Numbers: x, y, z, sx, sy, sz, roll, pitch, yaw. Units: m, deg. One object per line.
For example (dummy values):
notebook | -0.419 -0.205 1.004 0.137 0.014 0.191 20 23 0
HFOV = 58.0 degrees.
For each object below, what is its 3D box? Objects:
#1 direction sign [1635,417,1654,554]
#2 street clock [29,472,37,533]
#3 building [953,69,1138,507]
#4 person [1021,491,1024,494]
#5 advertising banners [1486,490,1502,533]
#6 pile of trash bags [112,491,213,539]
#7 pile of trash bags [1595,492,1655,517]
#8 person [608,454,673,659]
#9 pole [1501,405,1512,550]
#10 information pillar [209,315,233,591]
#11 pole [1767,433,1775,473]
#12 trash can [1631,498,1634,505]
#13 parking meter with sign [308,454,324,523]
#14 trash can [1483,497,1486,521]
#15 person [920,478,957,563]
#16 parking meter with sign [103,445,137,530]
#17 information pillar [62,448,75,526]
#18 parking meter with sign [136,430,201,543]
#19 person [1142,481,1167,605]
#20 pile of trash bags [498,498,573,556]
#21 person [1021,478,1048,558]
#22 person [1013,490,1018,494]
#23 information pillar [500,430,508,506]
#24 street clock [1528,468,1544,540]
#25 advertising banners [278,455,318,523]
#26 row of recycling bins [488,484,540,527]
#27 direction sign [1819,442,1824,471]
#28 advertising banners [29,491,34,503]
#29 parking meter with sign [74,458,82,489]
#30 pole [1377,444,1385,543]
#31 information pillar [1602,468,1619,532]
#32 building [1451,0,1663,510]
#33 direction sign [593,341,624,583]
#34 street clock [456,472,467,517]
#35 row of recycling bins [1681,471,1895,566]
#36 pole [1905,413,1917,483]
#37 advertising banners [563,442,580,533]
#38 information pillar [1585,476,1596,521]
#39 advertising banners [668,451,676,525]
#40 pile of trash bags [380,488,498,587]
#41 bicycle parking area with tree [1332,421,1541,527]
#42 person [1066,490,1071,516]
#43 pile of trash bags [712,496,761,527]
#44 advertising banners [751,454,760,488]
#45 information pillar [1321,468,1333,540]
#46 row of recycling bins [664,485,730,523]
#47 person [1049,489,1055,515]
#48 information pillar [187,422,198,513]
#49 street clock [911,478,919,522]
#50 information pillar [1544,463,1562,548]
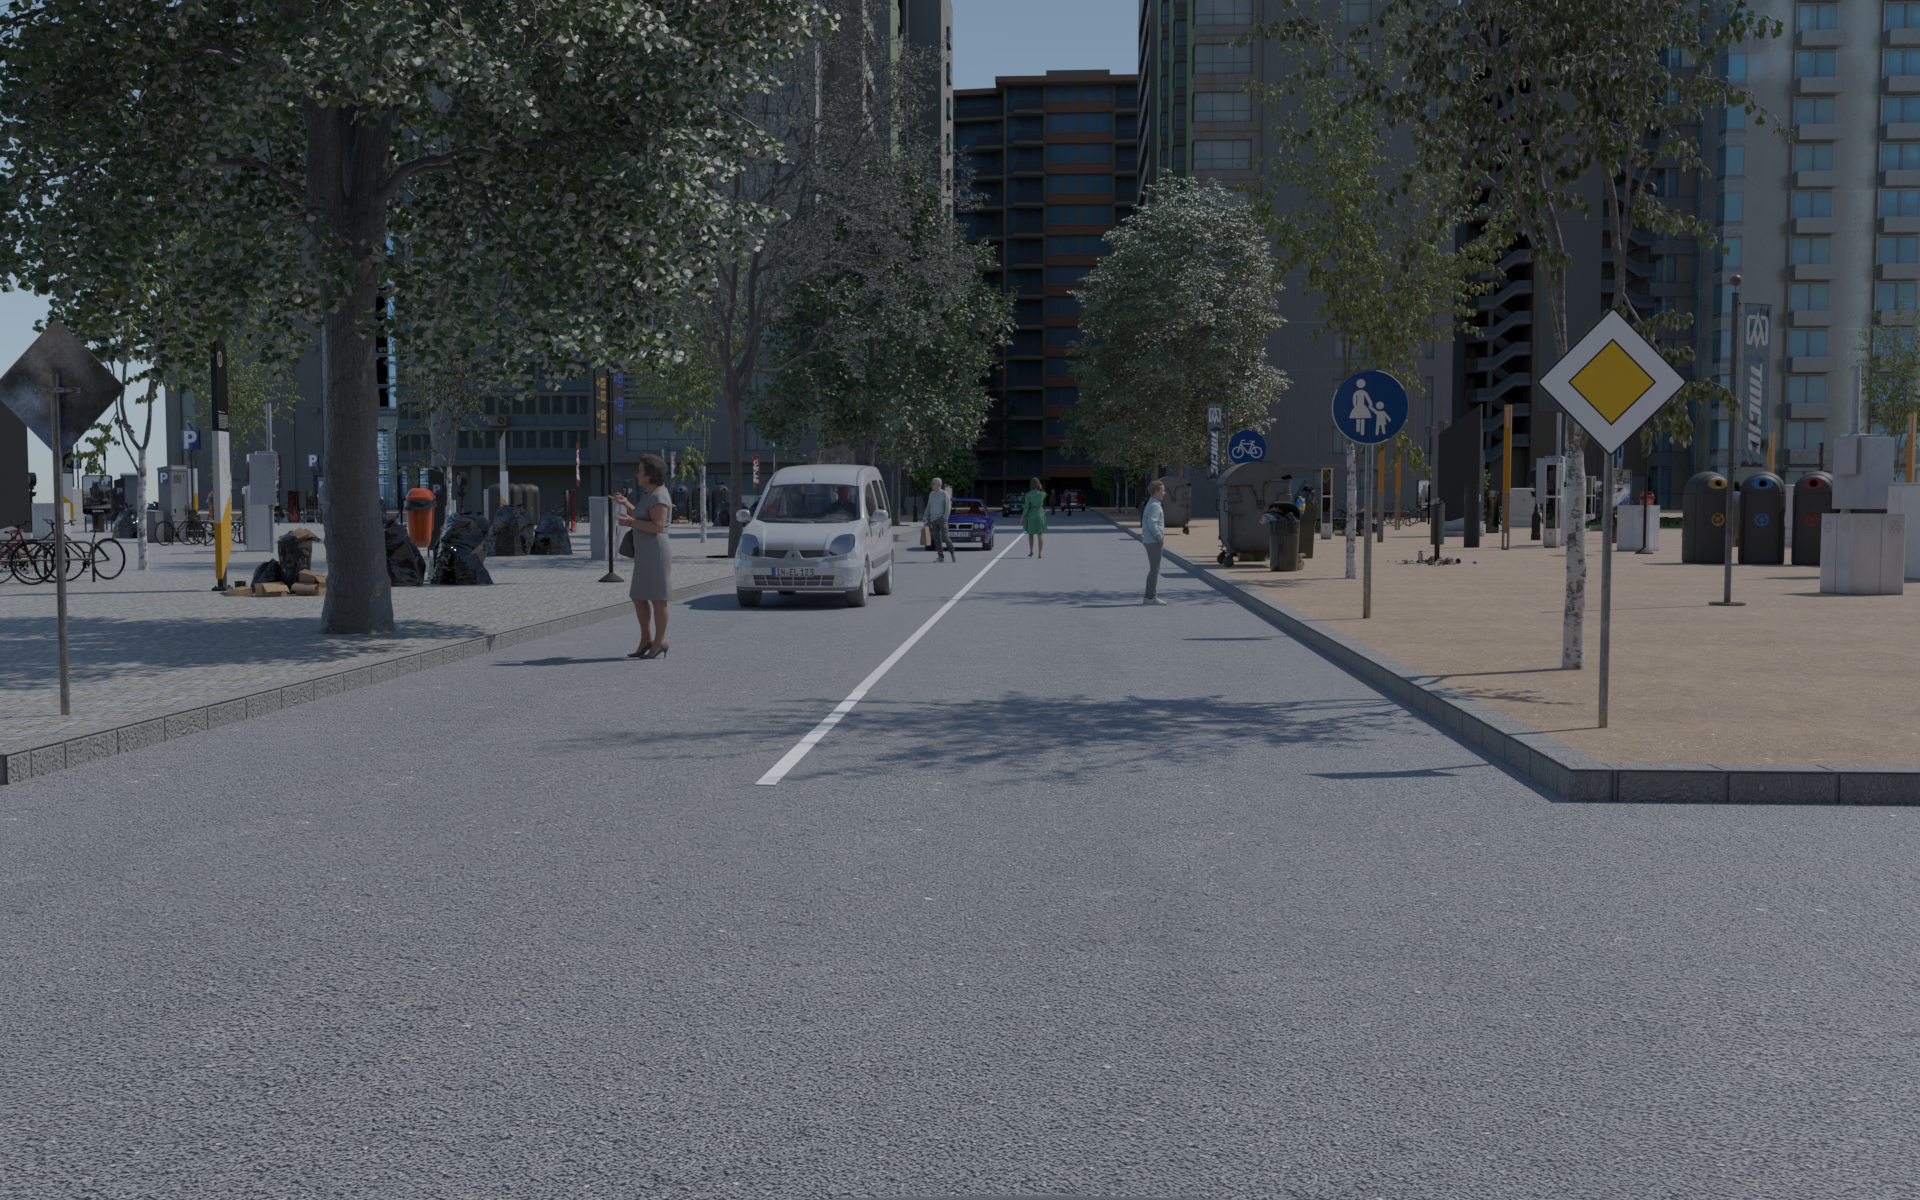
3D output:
direction sign | 14.654 -2.752 36.990 0.379 3.537 0.876 1 4 8
street clock | -30.885 -3.244 57.615 0.471 2.002 0.358 3 5 44
building | 11.576 -32.248 181.871 28.867 44.769 22.147 0 4 3
person | 5.518 -8.914 155.030 0.721 1.735 1.217 1 4 23
advertising banners | 16.691 -3.682 56.396 2.074 3.025 0.090 -1 4 -11
pile of trash bags | -23.135 -2.538 51.250 1.912 1.369 3.447 2 4 27
pile of trash bags | 28.549 -4.013 75.369 3.447 1.369 1.912 0 4 -8
person | -2.798 -0.383 15.116 0.532 1.782 0.716 -1 4 -22
pole | 12.514 -2.800 39.630 0.158 3.312 0.155 0 3 0
information pillar | -9.803 -1.933 22.966 0.183 3.616 0.504 0 4 -8
pole | 26.916 -3.895 57.518 0.158 3.312 0.155 0 3 0
trash can | 27.270 -3.633 71.058 0.748 1.137 0.748 0 3 0
parking meter with sign | -28.096 -4.933 76.907 0.543 3.016 1.738 1 4 21
trash can | 25.019 -4.304 82.027 0.748 1.137 0.748 0 3 0
person | -0.480 -1.674 36.350 0.782 1.767 0.515 3 4 38
parking meter with sign | -29.587 -4.011 61.838 1.738 3.016 0.543 -2 4 -25
information pillar | -36.265 -4.828 70.289 0.504 3.616 0.183 -2 4 -31
parking meter with sign | -20.988 -3.048 46.095 0.543 3.016 1.738 1 4 14
person | 2.516 -0.738 22.377 0.330 1.601 0.589 0 4 6
pile of trash bags | -9.929 -1.611 36.095 1.912 1.369 3.447 3 5 43
person | 1.681 -1.835 38.743 0.600 1.795 0.529 -1 4 -17
person | 4.558 -8.274 143.800 1.348 1.821 0.705 -1 4 -21
information pillar | -16.683 -4.406 63.396 0.183 3.616 0.504 -3 5 -41
street clock | 15.971 -2.656 47.988 0.471 2.002 0.358 -2 4 -24
advertising banners | -29.998 -5.004 78.009 2.074 3.025 0.090 -1 4 -13
row of recycling bins | -17.712 -3.785 69.003 1.069 1.692 3.534 1 4 11
direction sign | 37.897 -5.156 76.290 0.379 3.537 0.876 1 4 18
advertising banners | -38.853 -4.545 70.499 0.090 3.025 2.074 3 5 43
parking meter with sign | -41.643 -5.325 83.330 0.543 3.016 1.738 2 4 31
pole | 11.138 -3.179 45.823 0.158 3.312 0.155 0 3 0
information pillar | 18.523 -2.741 49.307 0.304 2.012 0.304 -1 4 -12
building | 49.903 -30.452 147.996 14.200 45.320 14.600 0 4 3
direction sign | -5.087 -2.028 25.159 0.379 3.537 0.876 1 4 16
street clock | -16.412 -3.212 57.086 0.358 2.002 0.471 -3 4 -36
row of recycling bins | 15.026 -1.490 31.467 3.534 1.692 1.069 2 4 26
pole | 23.883 -3.040 43.541 0.158 3.312 0.155 0 3 0
advertising banners | -12.876 -3.753 57.548 0.090 3.025 2.074 0 4 2
information pillar | 25.996 -4.094 71.426 0.304 2.012 0.304 -3 5 -43
advertising banners | -12.139 -4.601 71.418 0.090 3.025 2.074 -2 4 -35
pile of trash bags | -7.975 -0.968 25.582 1.912 1.369 3.447 -1 4 -19
bicycle parking area with tree | 19.275 -5.124 70.783 9.016 4.147 8.231 1 4 23
person | 7.095 -6.336 113.019 0.530 1.710 0.541 2 4 31
pile of trash bags | -8.261 -3.579 68.263 1.912 1.369 3.447 -3 5 -39
advertising banners | -8.479 -4.935 76.876 0.090 3.025 2.074 3 5 43
information pillar | 10.368 -2.719 48.951 0.304 2.012 0.304 1 4 17
row of recycling bins | -12.008 -4.272 76.955 3.534 1.692 1.069 -1 4 -13
person | 6.392 -6.773 119.797 0.434 1.755 0.990 0 4 -5
information pillar | -24.990 -3.978 56.392 0.504 3.616 0.183 3 5 41
street clock | -2.025 -4.512 78.336 0.358 2.002 0.471 -1 4 -14
information pillar | 14.130 -2.250 41.273 0.304 2.012 0.304 3 4 39
